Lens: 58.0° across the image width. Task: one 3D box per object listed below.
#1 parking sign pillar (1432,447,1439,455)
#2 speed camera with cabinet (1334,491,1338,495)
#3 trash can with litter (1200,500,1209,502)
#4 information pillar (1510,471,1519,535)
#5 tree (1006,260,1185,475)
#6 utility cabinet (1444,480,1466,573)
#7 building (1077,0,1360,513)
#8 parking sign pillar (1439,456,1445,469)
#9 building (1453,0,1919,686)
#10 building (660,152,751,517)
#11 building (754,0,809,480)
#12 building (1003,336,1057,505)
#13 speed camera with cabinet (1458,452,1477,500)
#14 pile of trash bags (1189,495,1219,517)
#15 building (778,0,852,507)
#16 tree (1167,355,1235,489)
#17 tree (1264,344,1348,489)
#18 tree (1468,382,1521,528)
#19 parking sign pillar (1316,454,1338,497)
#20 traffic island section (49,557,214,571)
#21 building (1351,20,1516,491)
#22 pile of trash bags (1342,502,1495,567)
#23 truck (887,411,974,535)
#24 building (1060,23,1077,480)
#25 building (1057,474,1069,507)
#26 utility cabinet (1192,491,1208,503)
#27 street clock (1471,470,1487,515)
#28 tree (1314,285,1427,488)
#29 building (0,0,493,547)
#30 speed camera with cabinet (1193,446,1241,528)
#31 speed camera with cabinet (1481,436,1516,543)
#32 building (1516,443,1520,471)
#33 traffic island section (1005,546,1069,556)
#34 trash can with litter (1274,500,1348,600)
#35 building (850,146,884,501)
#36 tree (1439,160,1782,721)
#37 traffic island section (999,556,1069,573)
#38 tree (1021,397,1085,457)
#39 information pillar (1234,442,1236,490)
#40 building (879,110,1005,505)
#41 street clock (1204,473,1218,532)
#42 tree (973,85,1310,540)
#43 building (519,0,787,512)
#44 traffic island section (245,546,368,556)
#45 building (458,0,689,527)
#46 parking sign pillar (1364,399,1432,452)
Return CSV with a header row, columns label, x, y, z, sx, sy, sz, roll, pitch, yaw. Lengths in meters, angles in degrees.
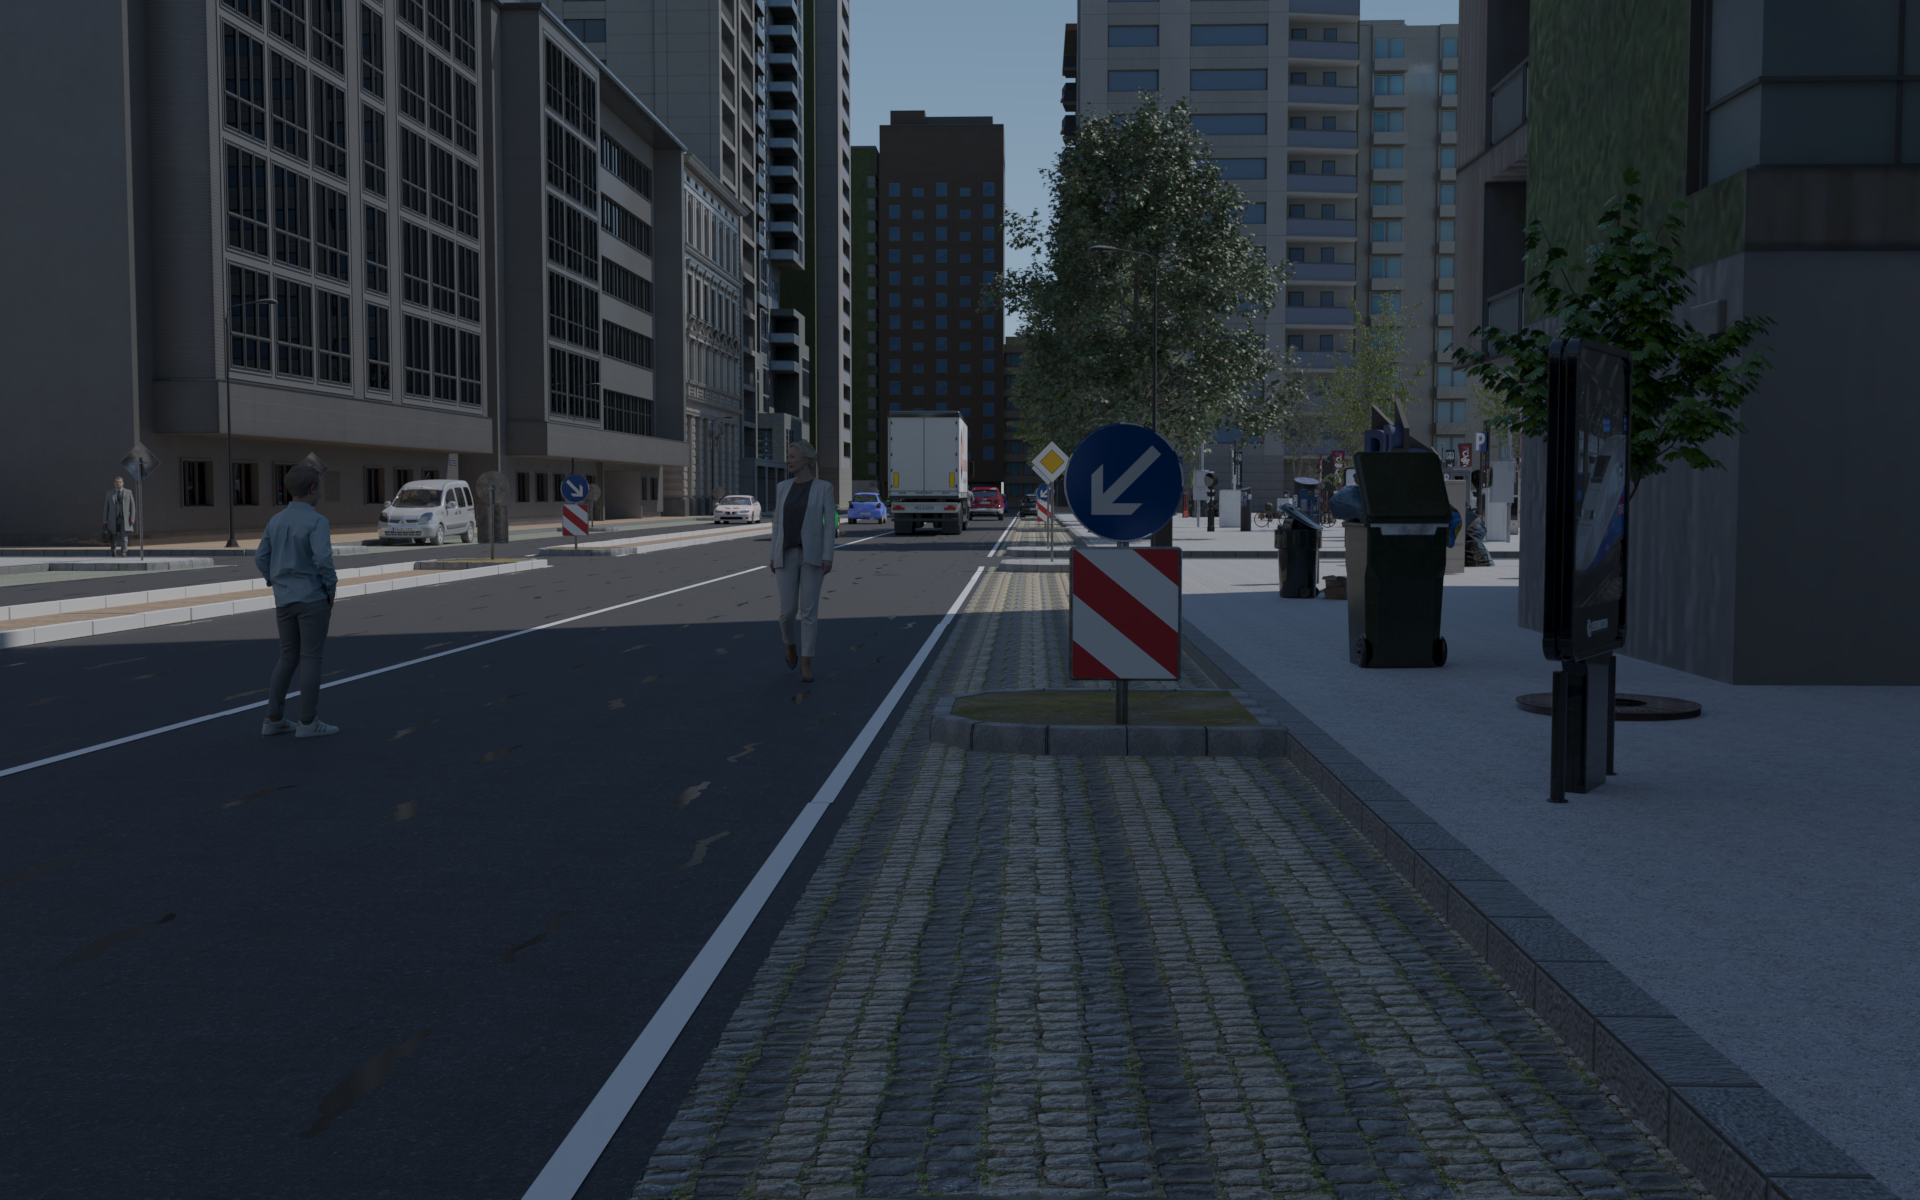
label,x,y,z,sx,sy,sz,roll,pitch,yaw
parking sign pillar,19.507,-5.217,73.774,1.447,3.967,1.447,1,4,14
speed camera with cabinet,21.390,-6.224,96.106,2.038,3.252,0.660,1,4,16
trash can with litter,14.291,-5.557,102.242,0.624,1.170,1.055,2,4,24
information pillar,17.384,-3.053,54.412,0.304,2.012,0.304,1,4,9
tree,5.973,-9.489,73.273,7.486,12.596,7.792,0,3,0
utility cabinet,7.461,-1.158,27.608,1.173,1.500,0.318,-1,4,-19
building,19.404,-36.088,132.035,21.231,58.520,28.212,0,4,2
parking sign pillar,26.942,-6.714,98.244,1.447,3.967,1.447,-1,4,-17
building,12.481,-20.386,16.911,14.154,41.232,14.086,0,4,2
building,-19.921,-16.977,106.458,11.050,23.489,19.941,0,4,2
building,-24.455,-51.286,151.201,22.319,86.520,31.000,0,4,2
building,20.024,-22.494,212.809,28.899,21.520,27.650,0,4,2
speed camera with cabinet,24.196,-5.362,82.012,2.038,3.252,0.660,-1,4,-8
pile of trash bags,13.609,-5.343,97.103,1.912,1.369,3.447,-1,4,-10
building,-25.893,-39.142,181.971,28.212,58.520,21.231,0,4,2
tree,11.602,-8.285,85.819,4.737,8.622,4.395,0,3,0
tree,16.466,-8.184,84.173,4.360,8.622,3.978,0,3,0
tree,21.382,-7.075,66.040,4.737,8.622,4.395,0,3,0
parking sign pillar,22.949,-7.322,108.192,1.447,3.967,1.447,2,4,34
traffic island section,-15.819,-0.683,33.452,2.009,0.180,2.903,0,4,2
building,41.913,-34.175,178.371,30.456,49.044,23.786,0,4,2
pile of trash bags,8.162,-1.340,31.669,1.912,1.369,3.447,-1,4,-21
truck,-1.022,-4.599,64.105,2.839,4.237,11.283,0,4,2
building,20.449,-30.975,161.071,22.147,44.769,28.867,0,4,2
building,17.330,-25.208,183.859,14.160,30.474,14.107,0,4,2
utility cabinet,15.352,-6.241,110.719,1.173,1.500,0.318,-3,4,-38
street clock,15.326,-2.857,51.276,0.471,2.002,0.358,1,4,15
tree,14.687,-6.828,61.995,4.737,8.622,4.395,0,3,0
building,-25.019,-15.896,53.414,14.314,27.812,24.014,0,4,2
speed camera with cabinet,10.033,-4.423,66.644,2.038,3.252,0.660,2,4,27
speed camera with cabinet,14.442,-3.192,46.519,0.660,3.252,2.038,1,4,9
building,68.290,-45.258,178.213,20.611,71.187,20.563,0,4,2
traffic island section,2.087,-1.127,40.700,2.009,0.180,2.903,0,4,2
trash can with litter,4.411,-0.609,21.338,1.055,1.170,0.624,2,4,29
building,-16.164,-31.982,206.499,14.086,41.232,14.154,0,4,2
tree,3.935,-0.947,10.086,1.663,3.219,1.824,0,3,0
traffic island section,1.757,-0.639,32.722,2.009,0.180,2.903,0,4,2
tree,7.388,-10.819,111.295,7.601,10.594,8.767,0,4,0
information pillar,11.779,-5.072,74.282,0.183,3.616,0.504,1,4,10
building,-1.824,-33.958,205.329,14.200,45.320,14.600,0,4,2
street clock,8.546,-3.325,58.941,0.358,2.002,0.471,-2,4,-35
tree,5.091,-8.083,49.172,9.611,12.733,9.660,0,3,0
building,-23.616,-42.055,125.855,20.563,71.187,20.611,0,4,2
traffic island section,-15.489,-1.171,41.430,2.009,0.180,2.903,0,4,2
building,-22.653,-16.036,81.251,14.314,24.678,30.058,0,4,2
parking sign pillar,12.164,-3.658,48.284,1.447,3.967,1.447,0,4,2
